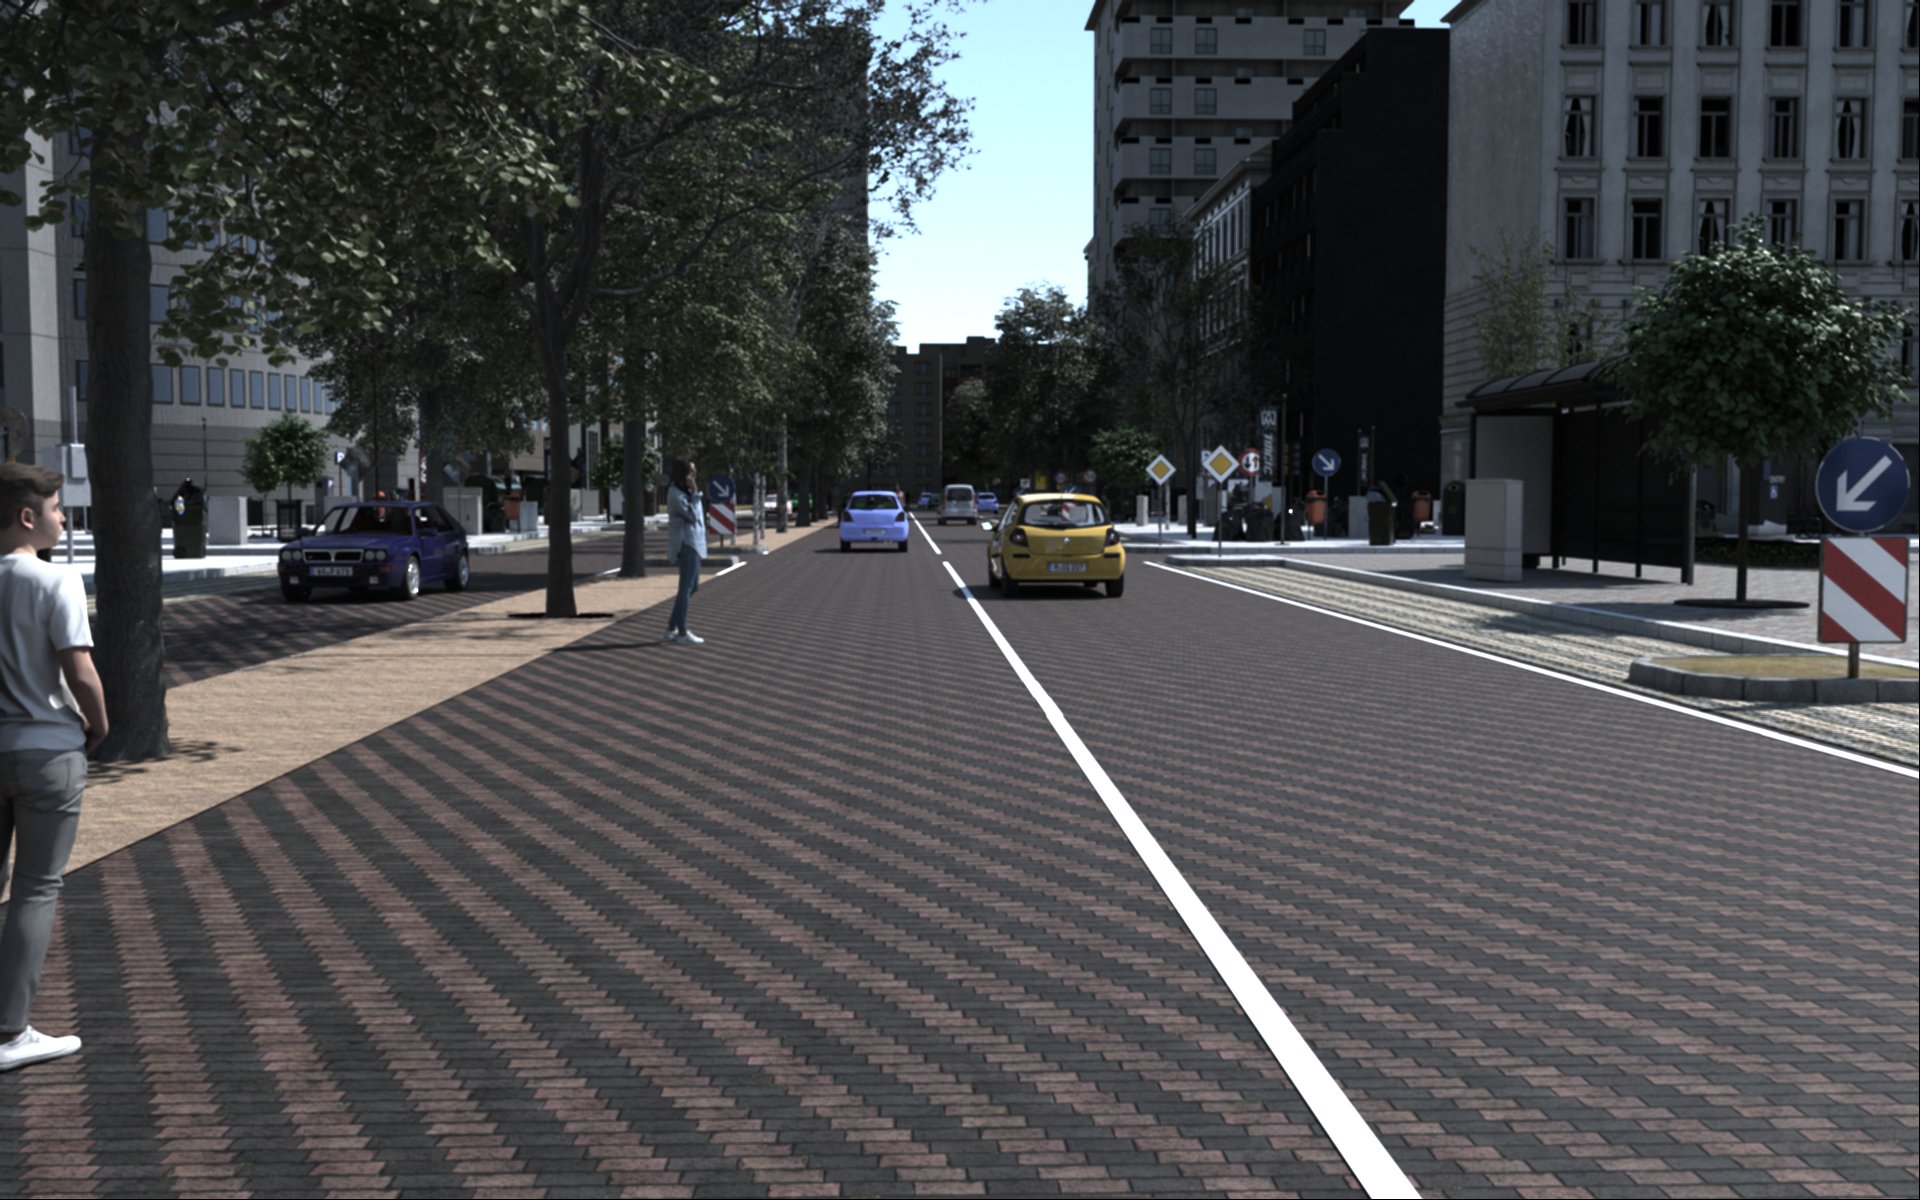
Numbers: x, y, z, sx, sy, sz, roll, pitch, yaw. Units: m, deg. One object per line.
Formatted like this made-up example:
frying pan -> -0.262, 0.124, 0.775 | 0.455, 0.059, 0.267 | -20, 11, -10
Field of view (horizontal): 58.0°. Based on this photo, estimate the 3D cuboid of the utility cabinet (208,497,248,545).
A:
utility cabinet -> -18.387, -1.978, 43.501 | 1.020, 1.237, 0.306 | 1, 4, 22

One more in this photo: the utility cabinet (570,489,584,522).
utility cabinet -> -17.801, -4.324, 79.383 | 0.318, 1.500, 1.173 | 1, 4, 19

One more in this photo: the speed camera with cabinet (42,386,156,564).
speed camera with cabinet -> -16.188, -2.341, 32.609 | 0.660, 3.252, 2.038 | 2, 4, 24

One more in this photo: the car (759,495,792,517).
car -> -11.711, -5.995, 110.374 | 2.083, 1.381, 4.827 | 0, 4, -2

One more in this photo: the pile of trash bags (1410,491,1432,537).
pile of trash bags -> 12.379, -2.570, 51.779 | 3.447, 1.369, 1.912 | 0, 4, -1

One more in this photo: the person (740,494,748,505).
person -> -24.445, -11.264, 195.893 | 0.991, 1.433, 0.599 | -3, 4, -38

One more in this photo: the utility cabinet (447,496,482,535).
utility cabinet -> -15.397, -2.608, 53.795 | 1.020, 1.237, 0.306 | 1, 4, 10

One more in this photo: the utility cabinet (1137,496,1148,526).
utility cabinet -> 7.297, -3.551, 69.220 | 0.306, 1.237, 1.020 | 1, 4, 16

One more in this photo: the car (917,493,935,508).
car -> -3.458, -10.281, 177.683 | 1.945, 1.707, 3.694 | 0, 4, -3

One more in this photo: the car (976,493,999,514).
car -> 1.834, -6.958, 123.346 | 1.945, 1.707, 3.694 | 0, 4, -1

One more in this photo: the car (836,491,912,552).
car -> -2.180, -2.103, 43.970 | 1.945, 1.707, 3.694 | 0, 4, -3

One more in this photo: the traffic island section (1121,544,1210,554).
traffic island section -> 5.000, -1.274, 43.115 | 2.009, 0.180, 2.903 | 0, 4, -2

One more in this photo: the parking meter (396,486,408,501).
parking meter -> -18.260, -2.952, 56.684 | 0.372, 1.533, 0.369 | 0, 3, 0

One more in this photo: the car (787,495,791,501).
car -> -16.529, -9.147, 161.918 | 2.083, 1.381, 4.827 | 0, 4, -3

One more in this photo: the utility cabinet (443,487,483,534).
utility cabinet -> -15.846, -2.847, 55.220 | 1.173, 1.500, 0.318 | -1, 4, -9

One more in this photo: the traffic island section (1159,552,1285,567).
traffic island section -> 5.290, -0.786, 35.135 | 2.009, 0.180, 2.903 | 0, 4, -2

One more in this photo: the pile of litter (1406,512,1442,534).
pile of litter -> 14.791, -2.553, 55.701 | 1.719, 0.858, 1.176 | 0, 4, 4

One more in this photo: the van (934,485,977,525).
van -> -0.149, -4.493, 80.474 | 2.013, 2.044, 4.112 | 0, 4, -4

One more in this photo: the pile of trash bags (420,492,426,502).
pile of trash bags -> -29.994, -5.294, 96.313 | 1.912, 1.369, 3.447 | -1, 4, -15

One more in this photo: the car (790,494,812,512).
car -> -12.529, -7.882, 137.662 | 1.959, 1.807, 4.718 | 0, 4, -2

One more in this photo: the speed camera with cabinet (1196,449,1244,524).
speed camera with cabinet -> 11.274, -4.937, 75.059 | 2.038, 3.252, 0.660 | 2, 4, 35

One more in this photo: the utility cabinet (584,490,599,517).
utility cabinet -> -20.845, -5.403, 97.021 | 1.173, 1.500, 0.318 | -2, 4, -24

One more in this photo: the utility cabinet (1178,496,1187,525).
utility cabinet -> 9.292, -3.671, 71.184 | 0.306, 1.237, 1.020 | -1, 4, -17

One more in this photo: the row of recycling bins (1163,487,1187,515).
row of recycling bins -> 13.102, -6.015, 105.464 | 1.069, 1.692, 3.534 | 1, 4, 21

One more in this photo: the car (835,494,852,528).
car -> -4.427, -4.010, 75.350 | 2.009, 1.686, 4.222 | 0, 4, -3

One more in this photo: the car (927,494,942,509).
car -> -2.184, -9.693, 167.278 | 1.959, 1.807, 4.718 | 0, 4, -3

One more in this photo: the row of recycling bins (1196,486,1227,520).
row of recycling bins -> 13.131, -4.923, 87.602 | 1.069, 1.692, 3.534 | 3, 4, 38

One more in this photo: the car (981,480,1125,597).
car -> 1.350, -0.935, 25.513 | 2.015, 1.641, 3.980 | 0, 4, -3

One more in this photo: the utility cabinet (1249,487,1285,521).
utility cabinet -> 9.505, -2.752, 53.679 | 1.173, 1.500, 0.318 | -2, 4, -27

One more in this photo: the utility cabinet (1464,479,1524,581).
utility cabinet -> 7.885, -1.034, 25.579 | 0.318, 1.500, 1.173 | -1, 4, -11

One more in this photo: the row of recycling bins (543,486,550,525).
row of recycling bins -> -16.836, -3.990, 72.345 | 1.069, 1.692, 3.534 | -1, 4, -16

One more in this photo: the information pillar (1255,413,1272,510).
information pillar -> 8.750, -3.588, 50.012 | 0.504, 3.616, 0.183 | 0, 4, 7

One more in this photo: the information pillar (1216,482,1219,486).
information pillar -> 15.070, -5.951, 101.791 | 0.304, 2.012, 0.304 | 3, 5, 41

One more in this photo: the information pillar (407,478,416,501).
information pillar -> -24.497, -4.457, 77.364 | 0.304, 2.012, 0.304 | -2, 4, -25

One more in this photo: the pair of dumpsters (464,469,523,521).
pair of dumpsters -> -17.507, -3.798, 64.593 | 1.574, 2.255, 4.437 | 0, 4, -2

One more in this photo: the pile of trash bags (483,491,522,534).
pile of trash bags -> -15.632, -2.893, 57.060 | 3.447, 1.369, 1.912 | 3, 4, 37

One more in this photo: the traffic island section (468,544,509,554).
traffic island section -> -12.280, -1.236, 42.493 | 2.009, 0.180, 2.903 | 0, 4, -2

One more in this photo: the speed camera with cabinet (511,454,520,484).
speed camera with cabinet -> -22.676, -5.541, 84.934 | 2.038, 3.252, 0.660 | 0, 4, 3

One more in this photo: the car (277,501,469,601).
car -> -8.214, -0.727, 24.470 | 1.945, 1.354, 3.894 | 0, 4, -1

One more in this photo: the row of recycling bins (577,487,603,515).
row of recycling bins -> -23.519, -6.026, 105.633 | 3.534, 1.692, 1.069 | 0, 4, -1

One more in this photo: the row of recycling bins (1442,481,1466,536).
row of recycling bins -> 16.120, -2.780, 52.560 | 1.069, 1.692, 3.534 | -2, 4, -33

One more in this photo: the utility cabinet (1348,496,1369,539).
utility cabinet -> 11.553, -2.384, 50.139 | 0.306, 1.237, 1.020 | 2, 4, 31

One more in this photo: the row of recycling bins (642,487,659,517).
row of recycling bins -> -20.306, -6.477, 113.015 | 1.069, 1.692, 3.534 | 0, 4, -3

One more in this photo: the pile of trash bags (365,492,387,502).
pile of trash bags -> -21.482, -3.344, 64.420 | 1.912, 1.369, 3.447 | -1, 4, -15

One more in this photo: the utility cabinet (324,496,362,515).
utility cabinet -> -20.037, -2.750, 56.125 | 1.020, 1.237, 0.306 | -2, 4, -31

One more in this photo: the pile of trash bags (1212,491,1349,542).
pile of trash bags -> 8.682, -2.302, 47.391 | 3.447, 1.369, 1.912 | -2, 4, -32
